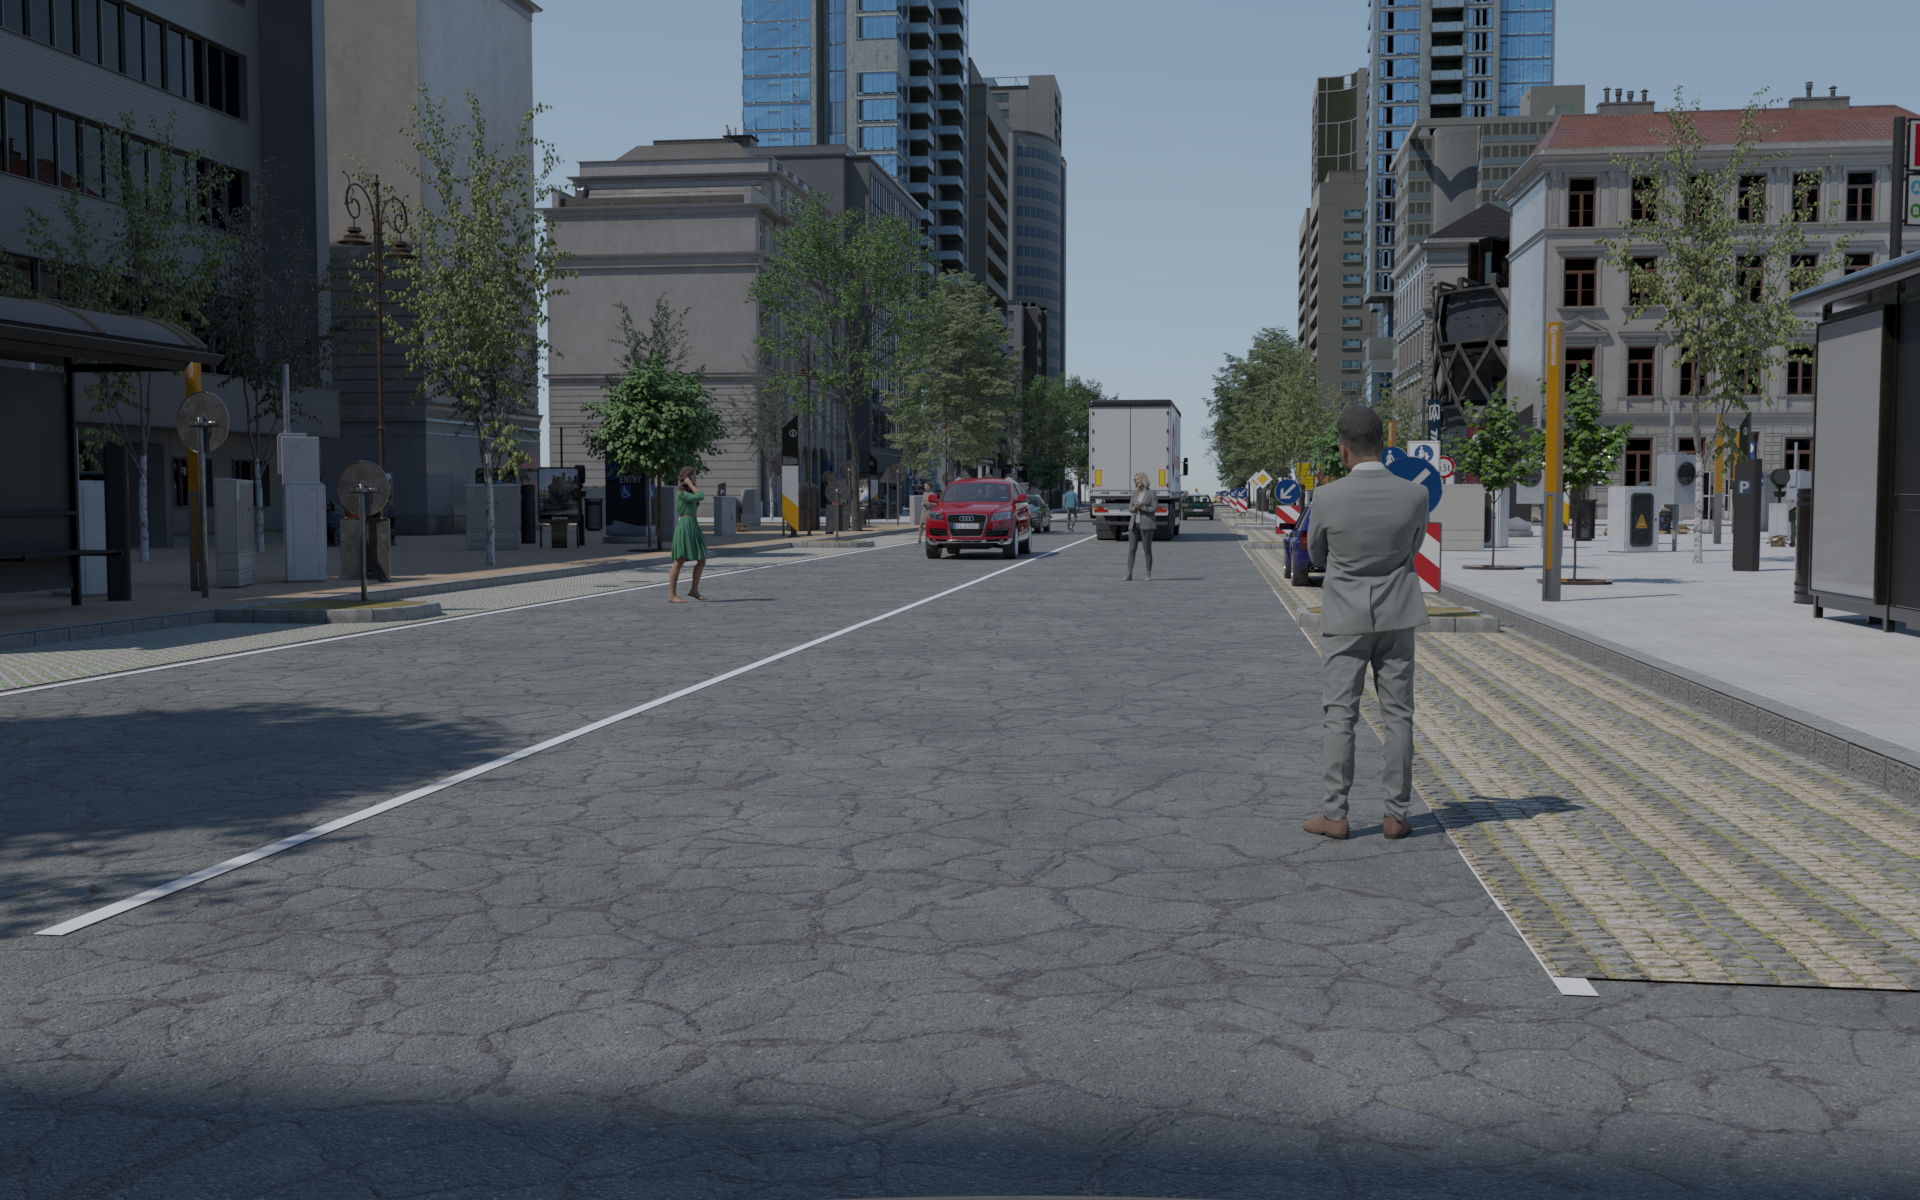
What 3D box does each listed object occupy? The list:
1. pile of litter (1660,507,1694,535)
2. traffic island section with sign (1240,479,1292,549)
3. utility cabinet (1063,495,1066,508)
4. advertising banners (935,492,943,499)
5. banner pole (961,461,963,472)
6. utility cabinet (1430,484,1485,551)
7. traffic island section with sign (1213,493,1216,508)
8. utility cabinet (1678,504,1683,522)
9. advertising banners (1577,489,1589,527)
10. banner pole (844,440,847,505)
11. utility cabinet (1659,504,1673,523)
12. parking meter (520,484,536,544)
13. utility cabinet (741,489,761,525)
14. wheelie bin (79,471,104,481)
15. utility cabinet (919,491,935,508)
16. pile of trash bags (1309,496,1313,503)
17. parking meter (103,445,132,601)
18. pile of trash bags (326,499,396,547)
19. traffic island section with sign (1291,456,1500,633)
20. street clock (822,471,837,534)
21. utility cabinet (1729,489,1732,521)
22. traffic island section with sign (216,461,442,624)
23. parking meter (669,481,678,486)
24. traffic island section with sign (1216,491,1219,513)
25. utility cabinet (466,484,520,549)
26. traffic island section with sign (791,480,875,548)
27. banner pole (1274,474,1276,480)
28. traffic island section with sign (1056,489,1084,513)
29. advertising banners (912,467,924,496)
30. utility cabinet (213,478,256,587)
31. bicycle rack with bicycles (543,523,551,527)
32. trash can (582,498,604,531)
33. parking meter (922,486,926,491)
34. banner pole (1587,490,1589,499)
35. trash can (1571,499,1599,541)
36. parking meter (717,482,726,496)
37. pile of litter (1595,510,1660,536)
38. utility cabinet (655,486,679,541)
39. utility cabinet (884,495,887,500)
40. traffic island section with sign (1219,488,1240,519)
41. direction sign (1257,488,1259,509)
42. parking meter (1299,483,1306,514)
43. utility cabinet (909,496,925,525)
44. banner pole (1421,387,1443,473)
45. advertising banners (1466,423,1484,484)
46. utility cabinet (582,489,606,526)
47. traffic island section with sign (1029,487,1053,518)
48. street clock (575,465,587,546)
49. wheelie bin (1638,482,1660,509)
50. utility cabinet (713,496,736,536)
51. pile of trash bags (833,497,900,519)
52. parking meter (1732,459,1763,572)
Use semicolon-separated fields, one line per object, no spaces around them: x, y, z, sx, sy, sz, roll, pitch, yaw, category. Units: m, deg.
22.753;-2.532;55.371;1.719;0.858;1.176;0;4;-6;pile of litter
8.461;-2.254;45.486;1.989;1.847;2.006;0;4;8;traffic island section with sign
8.903;-8.755;154.305;1.020;1.237;0.306;0;4;-3;utility cabinet
-1.920;-7.073;111.826;2.074;3.025;0.090;-2;4;-25;advertising banners
0.090;-6.472;95.831;0.401;3.779;0.863;0;4;6;banner pole
11.162;-1.848;38.891;1.173;1.500;0.318;1;4;18;utility cabinet
27.004;-10.291;176.893;1.989;1.847;2.006;0;4;8;traffic island section with sign
33.288;-4.272;81.010;1.020;1.237;0.306;-1;4;-10;utility cabinet
22.985;-4.154;64.109;0.090;3.025;2.074;2;4;34;advertising banners
-5.308;-5.516;80.197;0.401;3.779;0.863;0;4;-7;banner pole
30.666;-4.058;75.035;0.318;1.500;1.173;3;5;44;utility cabinet
-11.180;-2.228;44.831;0.372;1.533;0.369;0;3;0;parking meter
-8.503;-3.772;70.359;0.318;1.500;1.173;-2;4;-34;utility cabinet
-12.221;-0.998;24.225;0.980;1.594;0.693;-2;4;-26;wheelie bin
-2.162;-6.137;109.020;1.173;1.500;0.318;-1;4;-10;utility cabinet
28.389;-7.893;138.805;1.912;1.369;3.447;2;4;33;pile of trash bags
-10.160;-0.928;20.886;0.255;1.863;0.399;-2;4;-24;parking meter
-14.903;-2.016;42.717;1.912;1.369;3.447;-1;4;-18;pile of trash bags
4.683;-0.622;18.796;1.989;1.847;2.006;0;4;8;traffic island section with sign
-4.149;-3.085;55.013;0.358;2.002;0.471;3;5;40;street clock
36.521;-4.444;81.339;0.318;1.500;1.173;3;5;43;utility cabinet
-7.135;-0.694;19.981;1.989;1.847;2.006;0;4;8;traffic island section with sign
-8.150;-2.652;49.075;0.255;1.863;0.399;1;4;12;parking meter
19.989;-7.254;127.226;1.989;1.847;2.006;0;4;8;traffic island section with sign
-10.739;-1.904;39.810;1.173;1.500;0.318;-1;4;-17;utility cabinet
-3.362;-2.327;46.672;1.989;1.847;2.006;0;4;8;traffic island section with sign
26.179;-9.423;144.076;0.401;3.779;0.863;2;4;25;banner pole
8.227;-7.355;128.889;1.989;1.847;2.006;0;4;8;traffic island section with sign
-2.567;-6.606;104.189;0.090;3.025;2.074;1;4;20;advertising banners
-10.062;-0.941;24.072;0.318;1.500;1.173;-1;4;-12;utility cabinet
-17.234;-3.375;68.556;2.925;0.926;2.852;1;4;21;bicycle rack with bicycles
-12.709;-2.962;60.090;0.748;1.137;0.748;0;3;0;trash can
-2.702;-7.627;130.411;0.255;1.863;0.399;-1;4;-18;parking meter
25.072;-4.795;68.422;0.863;3.779;0.401;1;4;18;banner pole
17.016;-2.178;47.260;0.748;1.137;0.748;0;3;0;trash can
-11.736;-4.866;85.270;0.399;1.863;0.255;-1;4;-17;parking meter
20.361;-2.409;53.349;1.176;0.858;1.719;-3;5;-42;pile of litter
-8.193;-2.327;46.719;1.173;1.500;0.318;1;4;15;utility cabinet
-4.945;-6.409;115.947;0.306;1.237;1.020;0;4;-1;utility cabinet
16.220;-5.619;100.495;1.989;1.847;2.006;0;4;8;traffic island section with sign
24.832;-9.310;144.210;0.876;3.537;0.379;-3;5;-41;direction sign
17.785;-5.173;90.296;0.255;1.863;0.399;-3;5;-40;parking meter
-1.664;-3.735;72.234;0.306;1.237;1.020;3;4;39;utility cabinet
10.910;-3.074;40.274;0.401;3.779;0.863;-2;4;-24;banner pole
12.096;-2.876;43.204;2.074;3.025;0.090;1;4;19;advertising banners
-14.523;-3.719;69.481;1.173;1.500;0.318;-1;4;-21;utility cabinet
4.425;-5.703;101.873;1.989;1.847;2.006;0;4;8;traffic island section with sign
-9.436;-2.353;43.040;0.358;2.002;0.471;0;4;-5;street clock
17.628;-2.245;44.620;0.693;1.594;0.980;0;4;2;wheelie bin
-7.227;-2.578;53.314;0.306;1.237;1.020;1;4;18;utility cabinet
-4.860;-4.765;87.664;3.447;1.369;1.912;-1;4;-23;pile of trash bags
13.064;-1.410;28.770;0.255;1.863;0.399;-3;4;-38;parking meter
